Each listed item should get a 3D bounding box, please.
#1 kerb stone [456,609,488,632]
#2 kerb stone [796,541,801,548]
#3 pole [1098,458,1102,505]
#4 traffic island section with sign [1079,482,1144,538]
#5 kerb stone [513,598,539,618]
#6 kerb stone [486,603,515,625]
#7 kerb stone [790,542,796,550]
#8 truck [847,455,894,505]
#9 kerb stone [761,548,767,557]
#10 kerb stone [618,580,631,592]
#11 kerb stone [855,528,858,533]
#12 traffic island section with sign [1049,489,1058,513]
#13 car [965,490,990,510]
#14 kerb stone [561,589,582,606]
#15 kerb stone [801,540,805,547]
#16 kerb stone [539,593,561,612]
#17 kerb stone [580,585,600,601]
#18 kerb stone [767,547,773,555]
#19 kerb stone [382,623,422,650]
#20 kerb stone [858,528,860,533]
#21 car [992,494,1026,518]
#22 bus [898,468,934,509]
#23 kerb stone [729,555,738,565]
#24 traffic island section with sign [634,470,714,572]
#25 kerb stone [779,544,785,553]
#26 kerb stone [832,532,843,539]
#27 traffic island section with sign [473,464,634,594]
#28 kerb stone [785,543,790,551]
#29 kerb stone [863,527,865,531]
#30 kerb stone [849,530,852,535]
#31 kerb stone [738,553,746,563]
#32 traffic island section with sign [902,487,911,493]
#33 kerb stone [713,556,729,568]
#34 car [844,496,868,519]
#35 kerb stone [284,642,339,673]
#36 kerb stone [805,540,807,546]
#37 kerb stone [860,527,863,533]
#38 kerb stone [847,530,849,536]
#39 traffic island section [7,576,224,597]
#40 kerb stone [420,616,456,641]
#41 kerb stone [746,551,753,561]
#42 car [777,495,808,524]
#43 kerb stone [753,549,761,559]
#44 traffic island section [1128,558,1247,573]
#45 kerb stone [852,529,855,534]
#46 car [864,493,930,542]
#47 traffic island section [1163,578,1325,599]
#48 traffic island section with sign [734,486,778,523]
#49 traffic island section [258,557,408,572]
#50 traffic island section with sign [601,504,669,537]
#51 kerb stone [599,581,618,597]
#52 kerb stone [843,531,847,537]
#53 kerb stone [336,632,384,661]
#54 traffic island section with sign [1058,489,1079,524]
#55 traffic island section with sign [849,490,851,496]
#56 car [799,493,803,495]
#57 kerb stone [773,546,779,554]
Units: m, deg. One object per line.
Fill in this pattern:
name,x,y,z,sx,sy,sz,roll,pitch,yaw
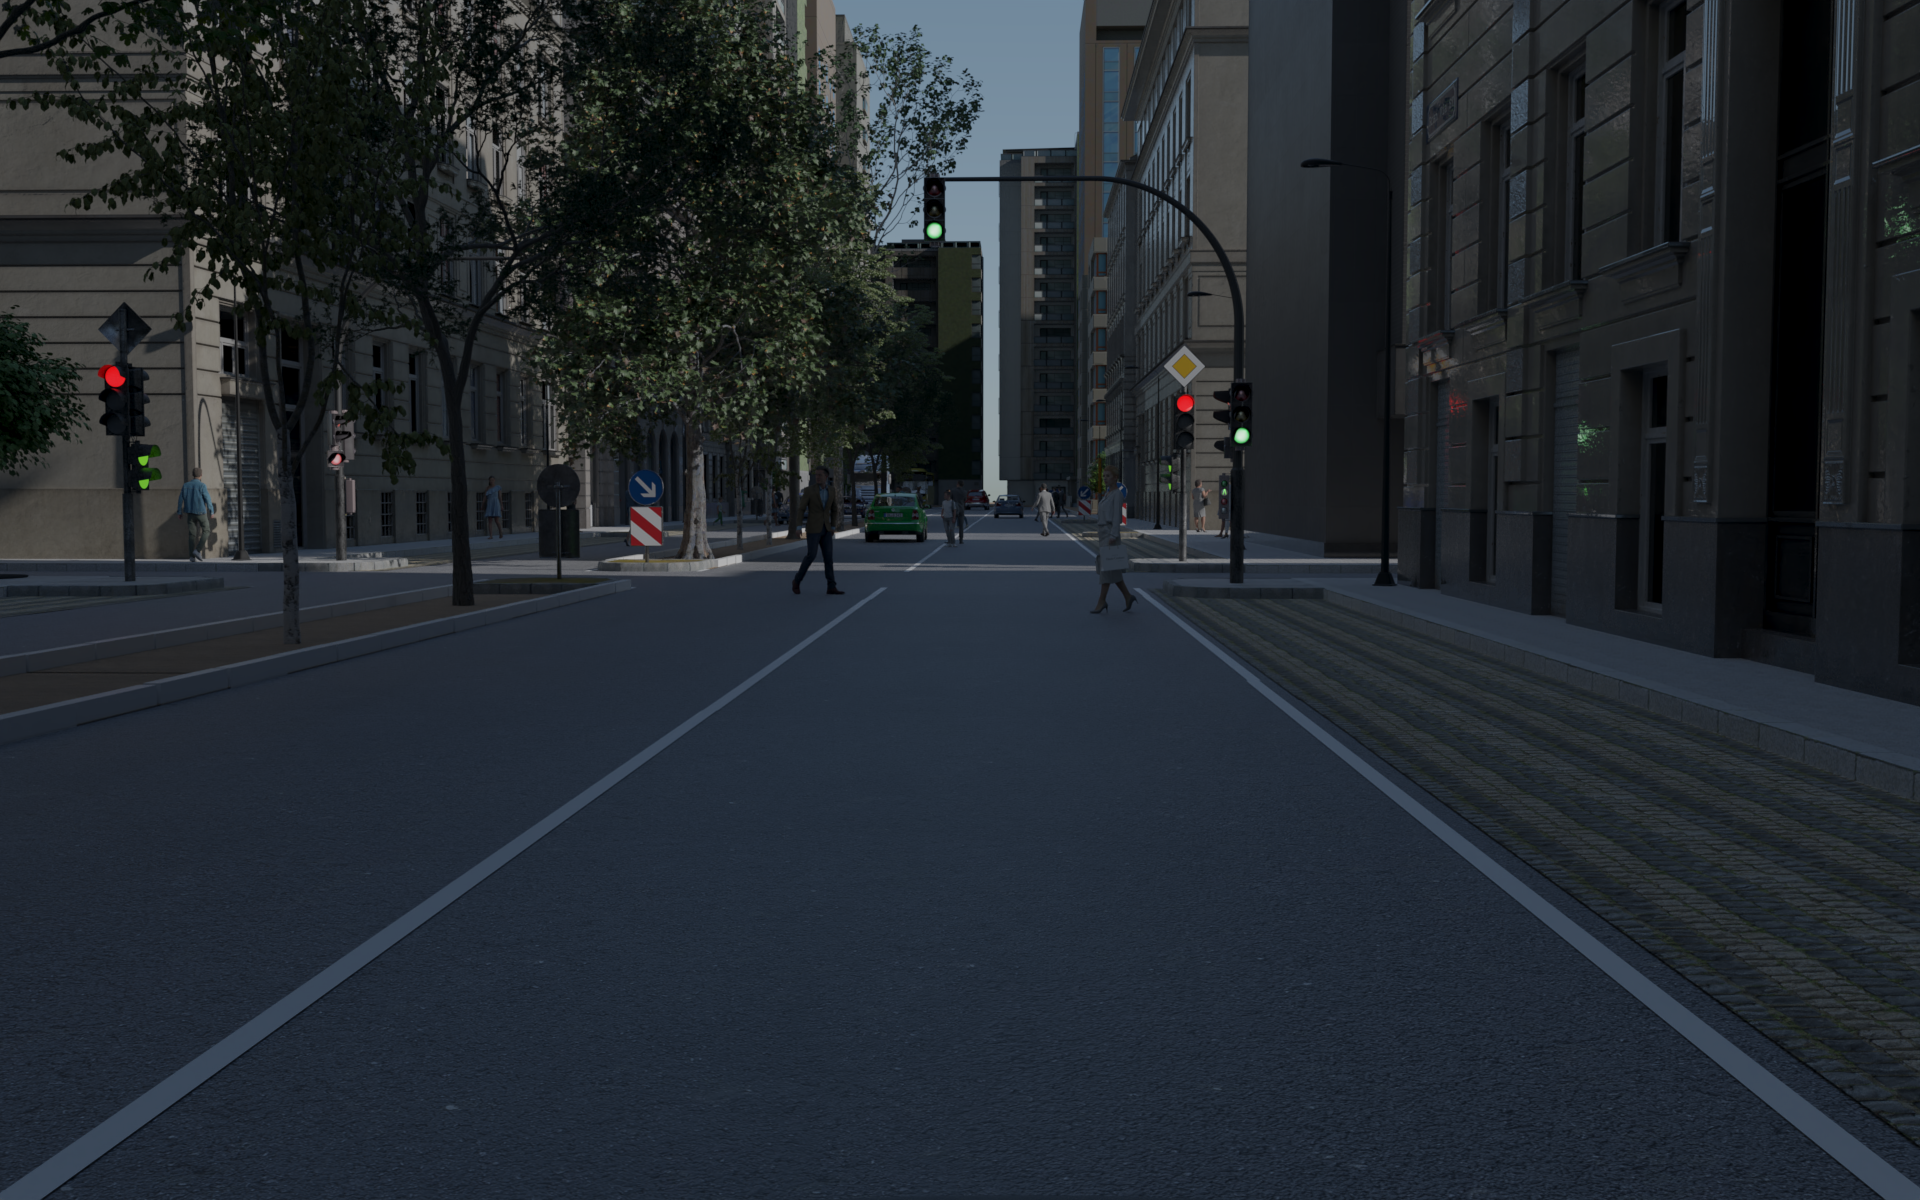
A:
kerb stone,-5.259,0.232,18.398,0.120,0.150,1.000,0,4,2
kerb stone,-4.384,-1.425,45.572,0.120,0.150,1.000,0,4,2
pole,7.922,-6.371,98.002,0.158,3.312,0.155,0,3,0
traffic island section with sign,5.065,-2.991,57.538,1.989,1.847,2.006,0,4,2
kerb stone,-5.201,0.107,20.451,0.120,0.150,1.000,0,4,2
kerb stone,-5.225,0.169,19.427,0.120,0.150,1.000,0,4,2
kerb stone,-4.417,-1.367,44.550,0.120,0.150,1.000,0,4,2
truck,-5.878,-8.296,125.399,2.967,4.110,18.799,0,4,2
kerb stone,-4.585,-1.054,39.428,0.120,0.150,1.000,0,4,2
kerb stone,-5.029,-0.201,25.589,0.120,0.150,1.000,0,4,2
kerb stone,-3.854,-2.432,61.966,0.120,0.150,1.000,0,4,2
traffic island section with sign,7.571,-7.725,134.927,1.989,1.847,2.006,0,4,2
car,1.570,-8.999,155.814,2.281,1.827,5.304,0,4,4
kerb stone,-5.132,-0.019,22.505,0.120,0.150,1.000,0,4,2
kerb stone,-4.358,-1.492,46.597,0.120,0.150,1.000,0,4,2
kerb stone,-5.165,0.048,21.472,0.120,0.150,1.000,0,4,2
kerb stone,-5.102,-0.081,23.536,0.120,0.150,1.000,0,4,2
kerb stone,-4.555,-1.116,40.450,0.120,0.150,1.000,0,4,2
kerb stone,-5.331,0.358,16.341,0.120,0.150,1.000,0,4,2
kerb stone,-3.821,-2.495,62.992,0.120,0.150,1.000,0,4,2
car,2.936,-5.624,103.949,2.014,1.417,4.499,0,4,3
bus,-4.126,-10.844,168.839,2.896,3.916,12.252,0,4,3
kerb stone,-4.719,-0.802,35.309,0.120,0.150,1.000,0,4,2
traffic island section with sign,-5.829,-1.517,32.939,2.006,1.907,1.989,0,4,2
kerb stone,-4.484,-1.241,42.493,0.120,0.150,1.000,0,4,2
kerb stone,-4.020,-2.119,56.833,0.120,0.150,1.000,0,4,2
traffic island section with sign,-6.078,-1.064,25.536,2.006,1.907,1.989,0,4,2
kerb stone,-4.449,-1.301,43.522,0.120,0.150,1.000,0,4,2
kerb stone,-3.751,-2.621,65.043,0.120,0.150,1.000,0,4,2
kerb stone,-3.915,-2.302,59.908,0.120,0.150,1.000,0,4,2
kerb stone,-4.675,-0.864,36.342,0.120,0.150,1.000,0,4,2
traffic island section with sign,-3.408,-6.110,108.038,2.006,1.907,1.989,0,4,2
kerb stone,-4.761,-0.737,34.288,0.120,0.150,1.000,0,4,2
car,-6.385,-5.513,102.724,1.945,1.354,3.894,0,3,0
kerb stone,-5.400,0.483,14.298,0.120,0.150,1.000,0,4,2
kerb stone,-4.322,-1.555,47.626,0.120,0.150,1.000,0,4,2
kerb stone,-3.784,-2.554,64.017,0.120,0.150,1.000,0,4,2
kerb stone,-3.953,-2.241,58.878,0.120,0.150,1.000,0,4,2
traffic island section,-12.233,-0.197,25.500,2.009,0.180,2.903,0,4,2
kerb stone,-5.304,0.295,17.372,0.120,0.150,1.000,0,4,2
kerb stone,-4.655,-0.926,37.375,0.120,0.150,1.000,0,4,2
car,-7.654,-4.360,83.283,2.014,1.417,4.499,0,4,3
kerb stone,-4.611,-0.991,38.406,0.120,0.150,1.000,0,4,2
traffic island section,4.258,-0.653,32.953,2.009,0.180,2.903,0,4,2
kerb stone,-3.895,-2.369,60.937,0.120,0.150,1.000,0,4,2
car,-1.921,-2.700,52.935,1.959,1.807,4.718,0,4,1
traffic island section,3.999,-0.165,24.972,2.009,0.180,2.903,0,4,2
traffic island section with sign,-9.979,-4.671,85.002,1.989,1.847,2.006,0,4,2
traffic island section,-11.975,-0.685,33.481,2.009,0.180,2.903,0,4,2
traffic island section with sign,-10.851,-3.023,58.061,1.989,1.847,2.006,0,4,2
kerb stone,-5.068,-0.144,24.561,0.120,0.150,1.000,0,4,2
kerb stone,-3.984,-2.179,57.855,0.120,0.150,1.000,0,4,2
kerb stone,-5.361,0.422,15.320,0.120,0.150,1.000,0,4,2
traffic island section with sign,5.933,-4.639,84.480,1.989,1.847,2.006,0,4,2
traffic island section with sign,-8.340,-7.768,135.642,1.989,1.847,2.006,0,4,2
car,-9.519,-5.870,105.568,1.945,1.707,3.694,0,4,3
kerb stone,-4.520,-1.179,41.471,0.120,0.150,1.000,0,4,2
